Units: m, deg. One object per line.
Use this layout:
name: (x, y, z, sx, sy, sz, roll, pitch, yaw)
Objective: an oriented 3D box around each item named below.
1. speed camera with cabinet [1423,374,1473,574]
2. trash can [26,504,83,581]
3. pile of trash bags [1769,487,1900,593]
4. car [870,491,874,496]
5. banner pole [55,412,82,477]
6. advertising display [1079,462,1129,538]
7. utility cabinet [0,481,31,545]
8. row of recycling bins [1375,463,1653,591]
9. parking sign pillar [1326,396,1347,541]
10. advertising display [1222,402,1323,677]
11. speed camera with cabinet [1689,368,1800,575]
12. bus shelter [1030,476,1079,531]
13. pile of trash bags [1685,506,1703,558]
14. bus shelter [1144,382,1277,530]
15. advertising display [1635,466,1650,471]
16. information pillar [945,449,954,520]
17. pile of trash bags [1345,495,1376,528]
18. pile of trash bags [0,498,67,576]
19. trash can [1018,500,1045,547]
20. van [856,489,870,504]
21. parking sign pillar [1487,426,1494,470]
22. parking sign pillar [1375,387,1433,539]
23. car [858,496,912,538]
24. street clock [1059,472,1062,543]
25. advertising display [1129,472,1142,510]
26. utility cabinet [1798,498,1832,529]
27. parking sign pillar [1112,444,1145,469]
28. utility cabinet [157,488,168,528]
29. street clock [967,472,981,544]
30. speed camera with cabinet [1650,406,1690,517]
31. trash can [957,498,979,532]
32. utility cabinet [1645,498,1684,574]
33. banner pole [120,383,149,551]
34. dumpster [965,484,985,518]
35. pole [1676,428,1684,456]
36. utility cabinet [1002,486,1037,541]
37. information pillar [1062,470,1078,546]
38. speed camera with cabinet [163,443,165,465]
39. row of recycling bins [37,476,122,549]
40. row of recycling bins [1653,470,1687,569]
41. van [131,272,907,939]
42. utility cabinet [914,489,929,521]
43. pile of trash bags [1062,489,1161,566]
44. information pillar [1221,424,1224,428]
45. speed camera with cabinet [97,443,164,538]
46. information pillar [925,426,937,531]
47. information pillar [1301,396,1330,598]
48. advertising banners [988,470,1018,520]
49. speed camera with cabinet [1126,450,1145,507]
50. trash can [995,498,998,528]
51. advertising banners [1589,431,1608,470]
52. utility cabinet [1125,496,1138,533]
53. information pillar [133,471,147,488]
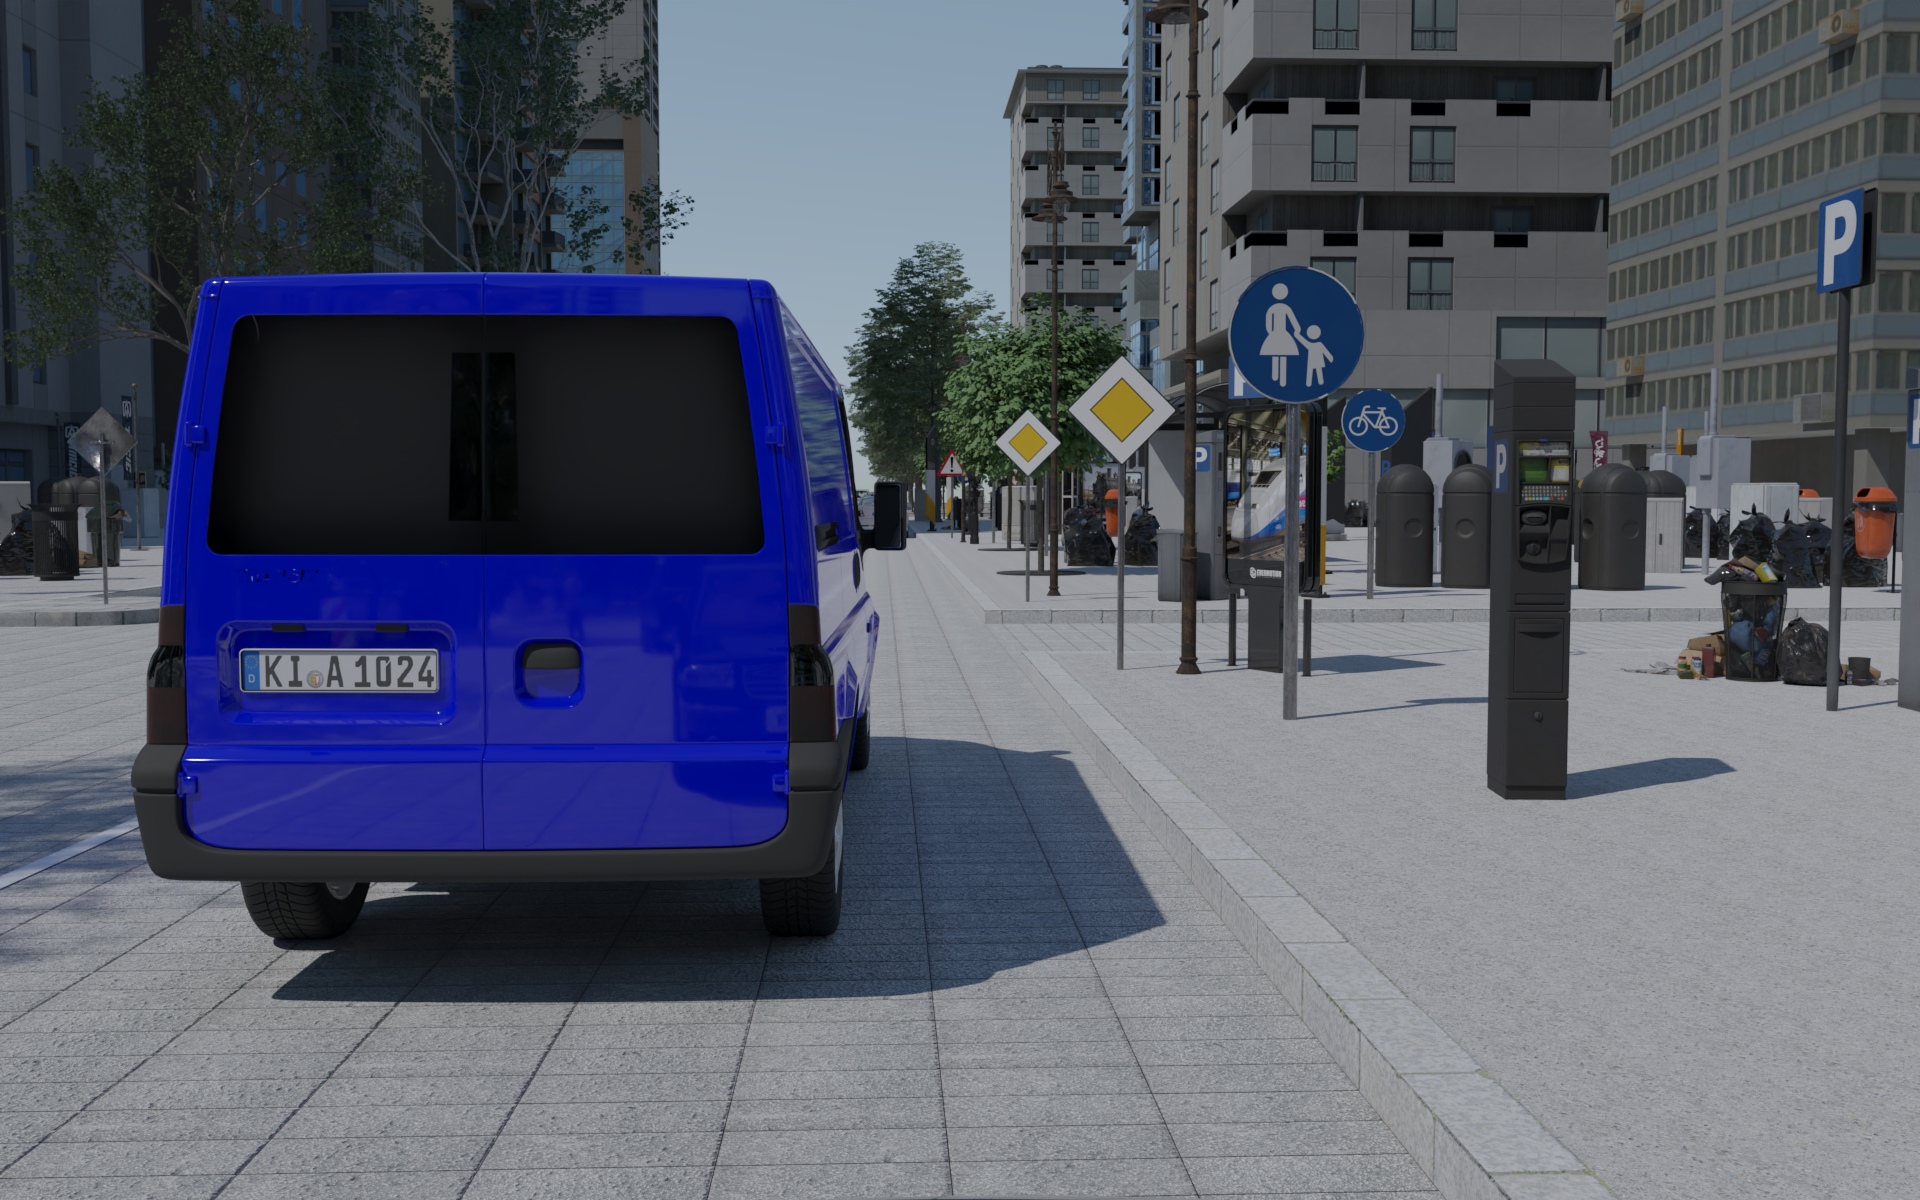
speed camera with cabinet: (7.518, -2.055, 27.932, 2.038, 3.252, 0.660, -3, 5, -44)
trash can: (-13.422, -0.860, 25.714, 0.748, 1.137, 0.748, 0, 3, 0)
pile of trash bags: (11.928, -0.862, 23.847, 1.912, 1.369, 3.447, 0, 4, 2)
car: (-11.788, -14.320, 242.806, 2.281, 1.827, 5.304, 0, 4, -1)
banner pole: (-27.247, -3.845, 52.888, 0.863, 3.779, 0.401, -1, 4, -17)
advertising display: (2.826, -1.782, 34.342, 0.974, 1.923, 0.123, -1, 4, -20)
utility cabinet: (-16.823, -1.312, 30.133, 1.173, 1.500, 0.318, -2, 4, -29)
row of recycling bins: (7.462, -1.008, 23.599, 3.534, 1.692, 1.069, 1, 4, 18)
parking sign pillar: (9.907, -3.611, 47.512, 1.447, 3.967, 1.447, -1, 4, -22)
advertising display: (2.238, -0.446, 12.499, 0.123, 1.923, 0.974, -2, 4, -29)
speed camera with cabinet: (12.102, -1.976, 26.640, 0.660, 3.252, 2.038, 0, 4, -5)
bus shelter: (3.322, -4.961, 58.745, 2.179, 5.291, 8.768, 0, 4, -2)
pile of trash bags: (15.594, -1.478, 33.913, 1.912, 1.369, 3.447, -1, 4, -11)
bus shelter: (4.793, -2.455, 34.059, 2.014, 3.302, 5.546, 0, 4, -3)
advertising display: (16.106, -2.166, 40.628, 0.974, 1.923, 0.123, -3, 5, -41)
information pillar: (-0.495, -5.767, 85.646, 0.183, 3.616, 0.504, -3, 4, -39)
pile of trash bags: (14.510, -3.474, 66.550, 1.912, 1.369, 3.447, 3, 5, 42)
pile of trash bags: (-15.274, -1.062, 27.112, 1.912, 1.369, 3.447, -1, 4, -10)
trash can: (1.777, -1.859, 42.045, 0.748, 1.137, 0.748, 0, 3, 0)
van: (-8.174, -8.359, 143.683, 2.013, 2.044, 4.112, 0, 4, -2)
parking sign pillar: (15.418, -3.695, 48.882, 1.447, 3.967, 1.447, -1, 4, -17)
parking sign pillar: (11.171, -3.358, 43.382, 1.447, 3.967, 1.447, -2, 4, -27)
car: (-2.647, -2.788, 57.946, 2.083, 1.381, 4.827, 0, 4, -2)
street clock: (2.742, -2.475, 45.044, 0.471, 2.002, 0.358, 0, 4, 8)
advertising display: (4.723, -2.717, 49.631, 0.974, 1.923, 0.123, 0, 4, 8)
utility cabinet: (14.428, -1.119, 29.456, 0.306, 1.237, 1.020, 0, 4, -7)
parking sign pillar: (6.621, -4.872, 68.130, 1.447, 3.967, 1.447, 0, 4, -4)
utility cabinet: (-30.109, -3.447, 65.044, 0.318, 1.500, 1.173, 2, 4, 29)
street clock: (0.372, -2.429, 44.285, 0.358, 2.002, 0.471, 1, 4, 21)
speed camera with cabinet: (16.345, -2.708, 38.613, 0.660, 3.252, 2.038, -1, 4, -22)
trash can: (0.264, -2.899, 59.051, 0.748, 1.137, 0.748, 0, 3, 0)
utility cabinet: (11.228, -1.044, 28.234, 1.020, 1.237, 0.306, 2, 4, 26)
banner pole: (-18.626, -2.994, 38.962, 0.401, 3.779, 0.863, 0, 4, 1)
dumpster: (0.746, -5.479, 95.348, 1.264, 1.857, 1.865, 0, 4, -3)
pole: (22.312, -3.663, 53.737, 0.158, 3.312, 0.155, 0, 3, 0)
utility cabinet: (1.665, -2.355, 47.184, 1.173, 1.500, 0.318, 3, 5, 44)
information pillar: (2.712, -2.343, 42.800, 0.304, 2.012, 0.304, 2, 4, 27)
speed camera with cabinet: (-31.453, -4.471, 67.433, 2.038, 3.252, 0.660, 3, 5, 45)
row of recycling bins: (-21.075, -2.093, 41.332, 3.534, 1.692, 1.069, 3, 5, 44)
row of recycling bins: (12.025, -1.468, 31.109, 1.069, 1.692, 3.534, 0, 4, 0)
van: (-1.354, -0.175, 7.245, 2.240, 2.365, 5.245, 0, 4, -1)
utility cabinet: (-1.561, -4.470, 81.757, 1.173, 1.500, 0.318, -2, 4, -25)
pile of trash bags: (2.863, -1.375, 32.241, 1.912, 1.369, 3.447, 0, 4, 5)
information pillar: (7.509, -3.494, 48.488, 0.183, 3.616, 0.504, -3, 4, -36)
speed camera with cabinet: (-24.599, -3.478, 51.193, 2.038, 3.252, 0.660, 2, 4, 27)
information pillar: (-1.007, -4.159, 59.362, 0.183, 3.616, 0.504, 2, 4, 33)
information pillar: (4.369, -1.840, 21.436, 0.183, 3.616, 0.504, -2, 4, -27)
advertising banners: (2.190, -5.500, 86.106, 0.090, 3.025, 2.074, -3, 5, -45)
speed camera with cabinet: (6.066, -4.227, 63.452, 0.660, 3.252, 2.038, 2, 4, 28)
trash can: (1.580, -3.347, 66.385, 0.748, 1.137, 0.748, 0, 3, 0)
advertising banners: (18.408, -3.166, 47.948, 2.074, 3.025, 0.090, 0, 4, -2)
utility cabinet: (4.484, -2.145, 46.232, 0.306, 1.237, 1.020, 0, 4, -6)
information pillar: (-26.631, -3.167, 56.275, 0.304, 2.012, 0.304, 3, 5, 41)
